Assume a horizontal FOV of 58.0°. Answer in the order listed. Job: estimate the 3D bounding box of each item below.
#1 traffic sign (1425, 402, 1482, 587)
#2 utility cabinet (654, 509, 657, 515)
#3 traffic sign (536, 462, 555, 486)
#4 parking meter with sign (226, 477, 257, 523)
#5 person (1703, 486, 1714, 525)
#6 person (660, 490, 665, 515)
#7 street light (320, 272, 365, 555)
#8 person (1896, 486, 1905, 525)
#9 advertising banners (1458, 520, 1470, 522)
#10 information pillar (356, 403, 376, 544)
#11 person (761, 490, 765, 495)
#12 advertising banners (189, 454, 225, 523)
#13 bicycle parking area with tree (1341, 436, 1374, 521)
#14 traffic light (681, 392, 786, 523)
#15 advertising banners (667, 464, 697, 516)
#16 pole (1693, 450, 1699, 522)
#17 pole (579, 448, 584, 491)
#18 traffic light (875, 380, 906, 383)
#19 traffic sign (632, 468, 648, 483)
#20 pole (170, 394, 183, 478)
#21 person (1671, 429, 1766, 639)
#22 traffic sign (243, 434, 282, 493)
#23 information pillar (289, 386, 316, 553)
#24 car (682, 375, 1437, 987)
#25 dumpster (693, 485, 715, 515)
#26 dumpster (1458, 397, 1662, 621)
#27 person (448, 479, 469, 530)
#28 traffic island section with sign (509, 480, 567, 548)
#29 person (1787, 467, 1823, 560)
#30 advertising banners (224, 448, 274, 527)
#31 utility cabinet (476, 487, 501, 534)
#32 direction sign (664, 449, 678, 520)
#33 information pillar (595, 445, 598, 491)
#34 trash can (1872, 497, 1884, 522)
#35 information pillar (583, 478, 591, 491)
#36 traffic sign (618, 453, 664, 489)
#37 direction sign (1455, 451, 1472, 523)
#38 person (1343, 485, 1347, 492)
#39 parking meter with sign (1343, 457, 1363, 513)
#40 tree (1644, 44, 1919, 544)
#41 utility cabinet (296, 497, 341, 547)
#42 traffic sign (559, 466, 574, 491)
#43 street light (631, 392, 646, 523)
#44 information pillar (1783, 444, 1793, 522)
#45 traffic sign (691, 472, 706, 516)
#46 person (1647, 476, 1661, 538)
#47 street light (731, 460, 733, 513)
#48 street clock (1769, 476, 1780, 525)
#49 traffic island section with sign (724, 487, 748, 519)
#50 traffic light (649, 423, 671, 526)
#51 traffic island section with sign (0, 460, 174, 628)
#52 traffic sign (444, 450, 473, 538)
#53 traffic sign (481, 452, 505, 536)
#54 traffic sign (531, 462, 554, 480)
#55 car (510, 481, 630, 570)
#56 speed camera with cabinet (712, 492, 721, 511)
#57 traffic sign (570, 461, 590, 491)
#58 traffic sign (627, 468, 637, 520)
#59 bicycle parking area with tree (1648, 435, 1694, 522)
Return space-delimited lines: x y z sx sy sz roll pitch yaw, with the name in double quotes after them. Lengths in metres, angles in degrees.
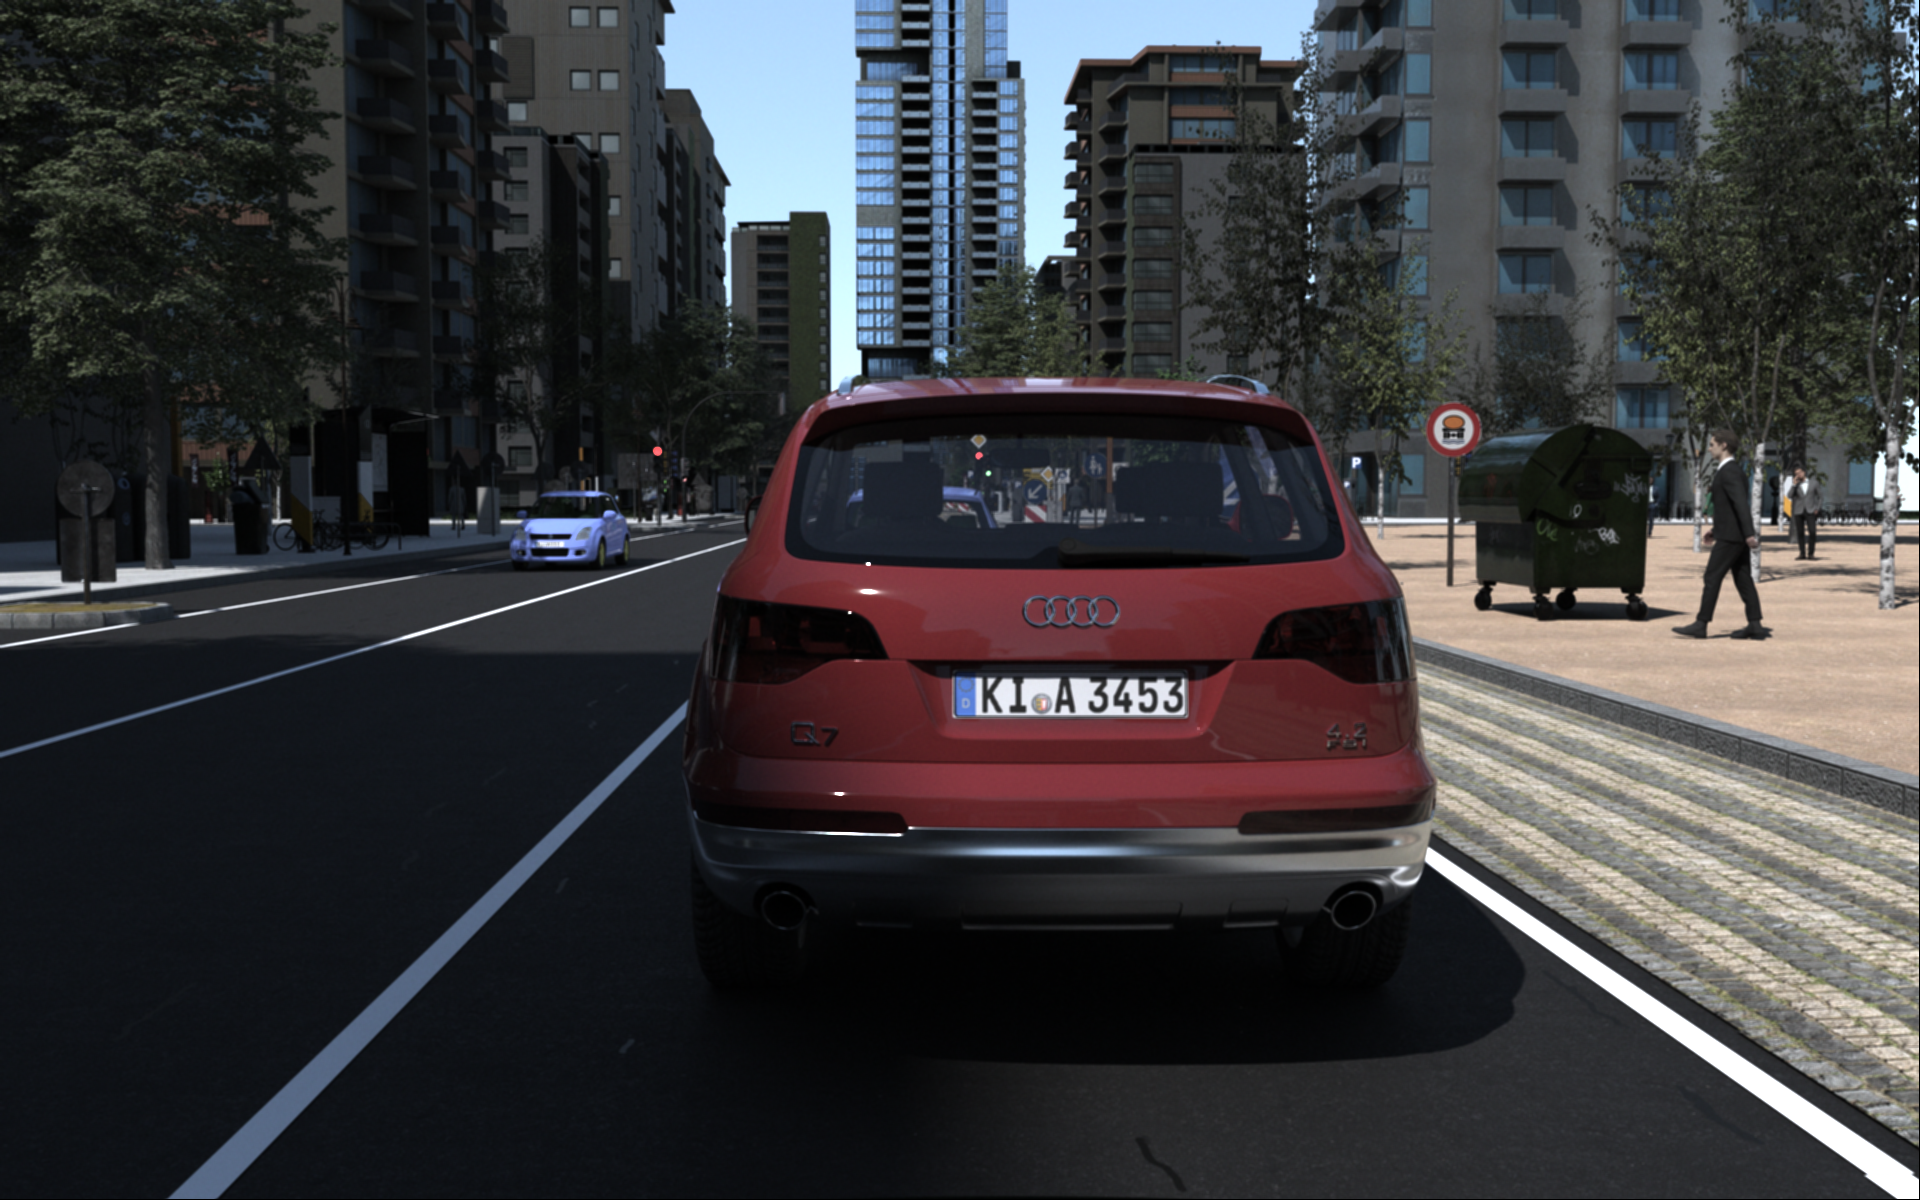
6.807 -1.460 23.984 0.768 2.556 0.104 0 4 2 "traffic sign"
-18.137 -5.793 103.392 0.318 1.500 1.173 -1 4 -11 "utility cabinet"
-16.596 -4.231 69.279 0.768 2.556 0.104 0 4 0 "traffic sign"
-31.671 -4.938 76.996 1.738 3.016 0.543 -2 4 -32 "parking meter with sign"
31.981 -3.984 73.882 0.529 1.795 0.600 2 4 29 "person"
-18.792 -6.108 108.503 0.503 1.515 0.523 -3 5 -45 "person"
-12.898 -3.884 36.284 0.468 5.910 1.993 0 4 -2 "street light"
40.335 -4.014 74.479 0.532 1.782 0.716 3 5 39 "person"
23.779 -5.068 79.045 2.074 3.025 0.090 0 4 -8 "advertising banners"
-15.175 -3.232 44.202 0.183 3.616 0.504 1 4 21 "information pillar"
-23.083 -12.114 204.630 1.217 1.766 0.721 3 4 39 "person"
-33.012 -4.886 76.068 0.090 3.025 2.074 1 4 22 "advertising banners"
16.245 -6.017 85.386 8.231 4.147 9.016 1 4 15 "bicycle parking area with tree"
-10.141 -6.258 76.993 4.771 5.953 1.251 0 4 -2 "traffic light"
-16.335 -6.435 101.405 2.074 3.025 0.090 -3 4 -38 "advertising banners"
33.834 -5.244 79.585 0.158 3.312 0.155 0 3 0 "pole"
-16.602 -5.024 75.993 0.158 3.312 0.155 0 3 0 "pole"
-0.998 -5.778 69.145 4.771 5.953 1.251 0 4 -2 "traffic light"
-15.375 -5.081 83.188 0.768 2.556 0.104 0 4 4 "traffic sign"
-16.010 -2.544 35.440 0.158 3.312 0.155 0 3 0 "pole"
6.732 -0.580 15.307 0.755 1.850 0.659 2 4 35 "person"
-15.189 -2.307 37.725 0.884 2.594 0.081 0 4 5 "traffic sign"
-14.366 -2.839 37.778 0.504 3.616 0.183 1 4 14 "information pillar"
0.248 0.128 6.580 2.281 1.827 5.304 0 4 0 "car"
-15.501 -6.048 104.644 1.264 1.857 1.865 0 4 -2 "dumpster"
6.285 -0.963 18.241 1.502 2.255 1.985 0 4 -2 "dumpster"
-18.002 -3.419 62.050 0.694 1.812 0.767 -2 4 -32 "person"
-10.933 -2.323 46.615 1.989 1.847 2.006 0 4 -2 "traffic island section with sign"
16.425 -1.678 33.655 0.473 1.802 0.592 -3 5 -39 "person"
-26.779 -4.228 65.319 2.074 3.025 0.090 1 4 19 "advertising banners"
-15.142 -2.873 55.647 0.318 1.500 1.173 -3 4 -38 "utility cabinet"
-14.651 -5.824 87.226 0.876 3.537 0.379 -1 4 -18 "direction sign"
-17.414 -5.608 83.038 0.183 3.616 0.504 -1 4 -16 "information pillar"
42.154 -4.137 79.291 0.748 1.137 0.748 0 3 0 "trash can"
-17.287 -4.637 80.311 0.304 2.012 0.304 -1 4 -17 "information pillar"
-15.946 -5.666 86.513 2.265 3.308 0.079 0 4 -1 "traffic sign"
22.481 -5.228 77.467 0.379 3.537 0.876 -3 5 -45 "direction sign"
12.192 -3.061 55.904 0.447 1.846 0.655 -3 4 -37 "person"
18.114 -5.159 80.606 0.543 3.016 1.738 3 4 36 "parking meter with sign"
21.383 -7.741 44.685 7.486 12.596 7.792 0 3 0 "tree"
-15.713 -1.910 42.384 1.020 1.237 0.306 -2 4 -33 "utility cabinet"
-17.899 -4.820 78.905 0.768 2.556 0.104 0 4 6 "traffic sign"
-14.389 -6.409 77.573 0.468 5.910 1.993 0 4 -2 "street light"
37.994 -5.386 79.409 0.183 3.616 0.504 -2 4 -33 "information pillar"
-15.175 -6.145 100.479 0.884 2.594 0.081 0 4 1 "traffic sign"
19.995 -2.699 50.354 0.721 1.800 0.419 1 4 14 "person"
-15.650 -8.924 118.699 0.468 5.910 1.993 0 4 -2 "street light"
33.362 -4.057 70.896 0.471 2.002 0.358 -1 4 -23 "street clock"
-12.778 -5.705 101.898 1.989 1.847 2.006 0 4 -2 "traffic island section with sign"
-11.964 -4.892 68.908 0.839 4.253 0.868 0 4 -2 "traffic light"
-10.033 -0.660 19.414 1.989 1.847 2.006 0 4 -2 "traffic island section with sign"
-14.643 -3.091 50.543 0.884 2.594 0.081 0 4 8 "traffic sign"
-14.177 -3.209 52.575 0.768 2.556 0.104 0 4 7 "traffic sign"
-15.908 -4.034 65.955 0.884 2.594 0.081 0 3 0 "traffic sign"
-7.571 -1.478 33.754 1.945 1.707 3.694 0 3 0 "car"
-18.547 -8.168 127.880 2.038 3.252 0.660 0 4 1 "speed camera with cabinet"
-14.443 -4.017 65.791 0.768 2.556 0.104 0 4 0 "traffic sign"
-16.104 -5.235 85.698 0.768 2.556 0.104 0 4 5 "traffic sign"
31.695 -5.950 84.283 8.231 4.147 9.016 2 4 30 "bicycle parking area with tree"
